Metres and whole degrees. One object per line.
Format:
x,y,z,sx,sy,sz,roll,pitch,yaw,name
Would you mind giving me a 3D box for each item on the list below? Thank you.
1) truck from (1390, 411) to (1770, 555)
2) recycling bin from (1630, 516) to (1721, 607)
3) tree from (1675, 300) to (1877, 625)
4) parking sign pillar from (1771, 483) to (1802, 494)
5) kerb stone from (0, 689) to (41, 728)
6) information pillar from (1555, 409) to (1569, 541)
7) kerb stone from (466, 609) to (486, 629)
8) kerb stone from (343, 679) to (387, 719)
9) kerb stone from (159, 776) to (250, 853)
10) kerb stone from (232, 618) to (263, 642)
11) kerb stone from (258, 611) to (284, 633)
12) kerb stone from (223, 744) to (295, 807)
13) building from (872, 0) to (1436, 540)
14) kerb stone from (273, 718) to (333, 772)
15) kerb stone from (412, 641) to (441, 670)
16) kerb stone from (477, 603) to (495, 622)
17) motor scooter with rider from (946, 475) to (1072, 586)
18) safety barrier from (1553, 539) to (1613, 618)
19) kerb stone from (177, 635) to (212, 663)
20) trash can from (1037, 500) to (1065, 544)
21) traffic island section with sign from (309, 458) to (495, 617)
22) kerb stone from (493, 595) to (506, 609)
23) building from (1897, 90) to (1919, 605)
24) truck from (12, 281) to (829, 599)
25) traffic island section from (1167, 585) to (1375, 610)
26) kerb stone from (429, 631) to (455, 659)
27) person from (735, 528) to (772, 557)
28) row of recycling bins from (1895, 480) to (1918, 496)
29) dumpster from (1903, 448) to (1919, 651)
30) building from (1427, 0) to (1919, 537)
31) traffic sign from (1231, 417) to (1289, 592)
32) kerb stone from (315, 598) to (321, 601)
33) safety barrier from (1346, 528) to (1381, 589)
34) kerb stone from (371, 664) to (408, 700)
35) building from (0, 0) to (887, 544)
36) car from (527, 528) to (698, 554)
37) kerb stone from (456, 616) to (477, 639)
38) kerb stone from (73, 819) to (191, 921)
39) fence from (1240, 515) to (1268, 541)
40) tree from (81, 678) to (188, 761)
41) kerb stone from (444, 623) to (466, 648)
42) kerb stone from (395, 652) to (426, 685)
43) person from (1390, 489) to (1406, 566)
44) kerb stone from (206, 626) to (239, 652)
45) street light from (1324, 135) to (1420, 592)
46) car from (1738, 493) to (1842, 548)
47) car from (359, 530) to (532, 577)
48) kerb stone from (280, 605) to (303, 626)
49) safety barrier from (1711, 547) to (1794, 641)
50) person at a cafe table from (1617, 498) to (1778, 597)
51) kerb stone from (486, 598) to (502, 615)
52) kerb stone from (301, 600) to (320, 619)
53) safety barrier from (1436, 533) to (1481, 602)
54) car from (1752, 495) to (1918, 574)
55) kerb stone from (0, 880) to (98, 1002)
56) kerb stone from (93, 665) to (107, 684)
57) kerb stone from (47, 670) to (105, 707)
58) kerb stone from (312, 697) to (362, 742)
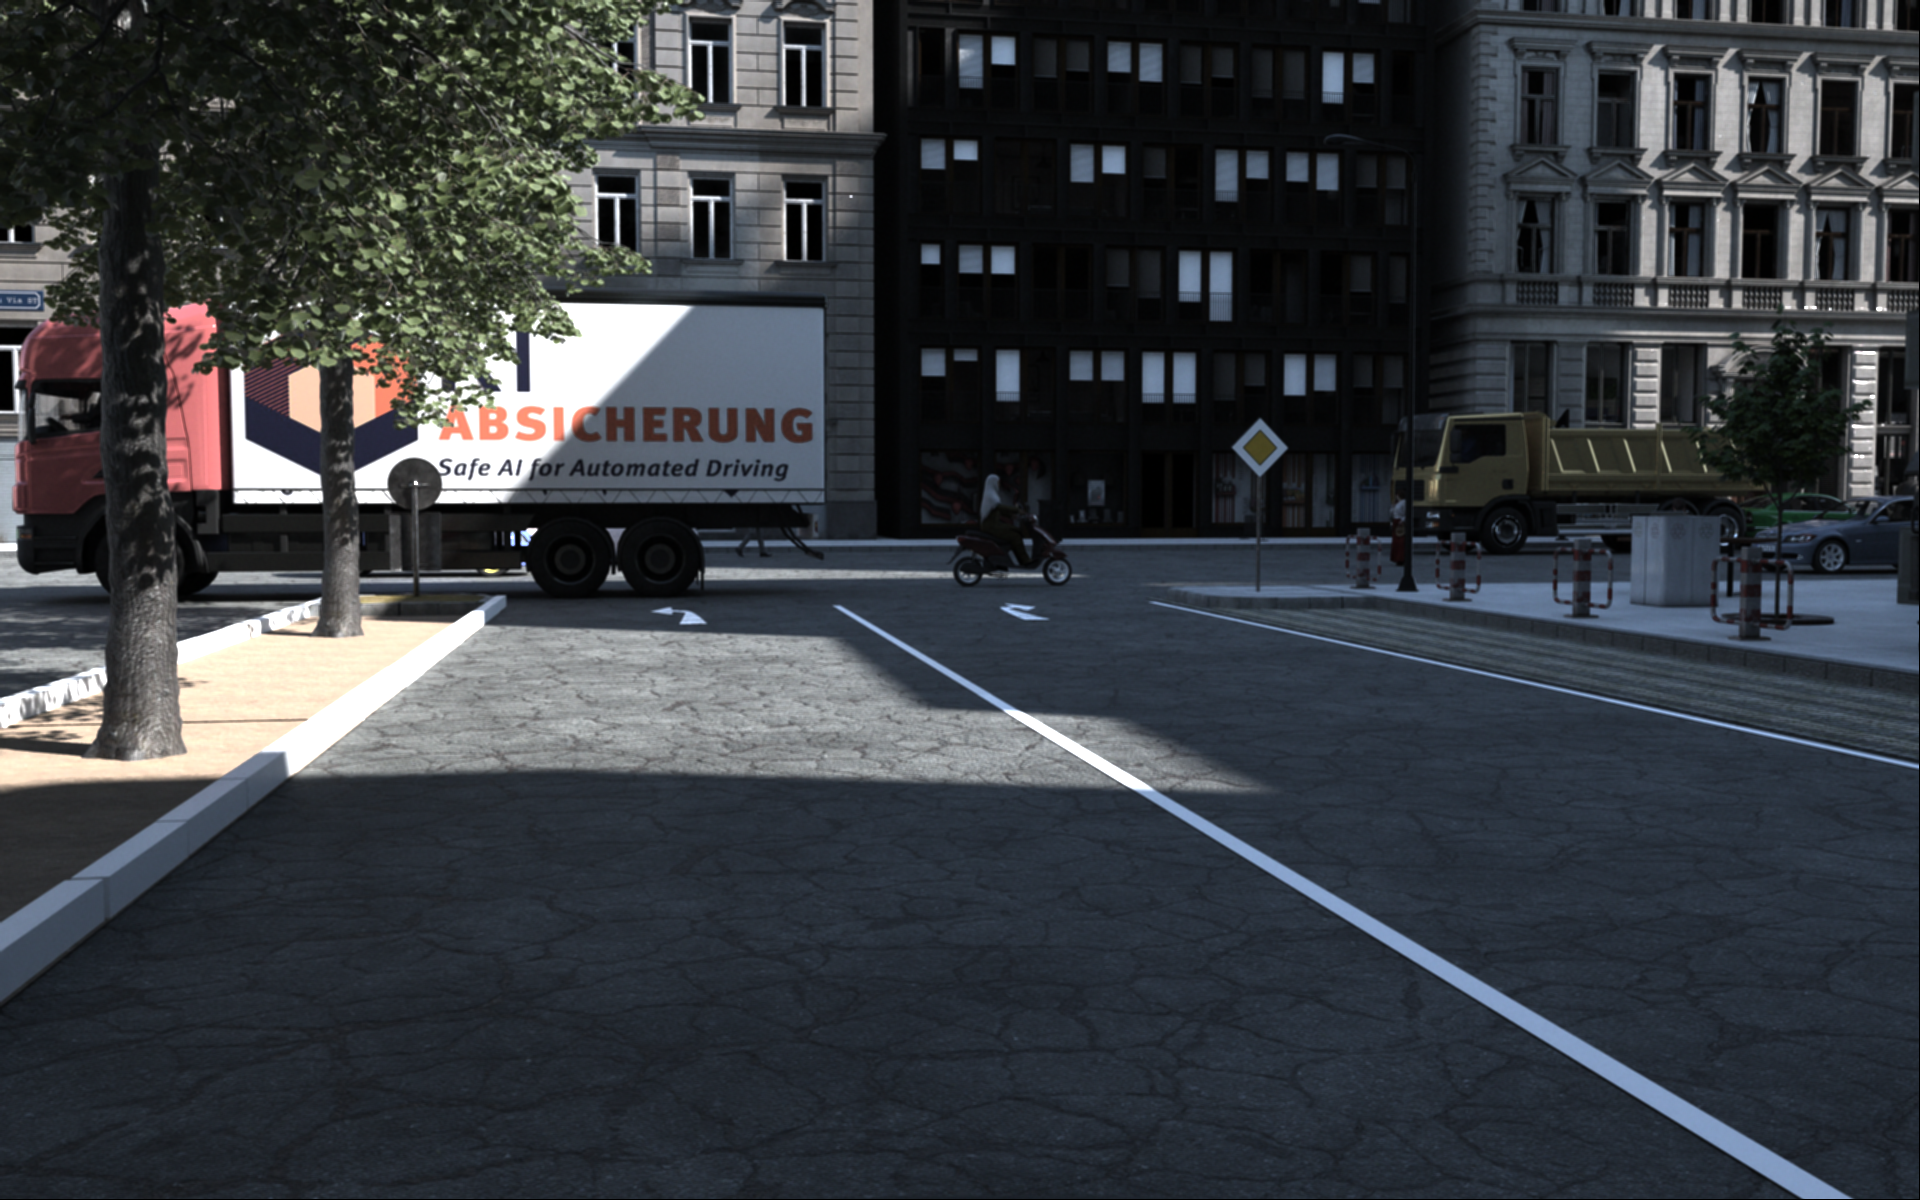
14.606,-2.821,42.045,9.791,3.379,3.469,-1,4,-12,truck
8.243,-0.454,19.974,0.722,1.027,0.722,-1,4,-8,recycling bin
8.277,-1.399,17.475,1.663,3.219,1.824,0,3,0,tree
24.386,-3.829,51.080,1.447,3.967,1.447,0,4,6,parking sign pillar
-5.981,0.688,10.992,0.120,0.150,1.000,-1,4,-10,kerb stone
16.591,-3.451,47.785,0.183,3.616,0.504,-1,4,-21,information pillar
-5.174,0.232,18.408,0.120,0.150,1.000,-1,4,-10,kerb stone
-3.910,0.664,11.339,0.120,0.150,1.000,-1,4,-10,kerb stone
-3.184,0.911,7.300,0.120,0.150,1.000,-1,4,-10,kerb stone
-7.065,0.315,17.052,0.120,0.150,1.000,-1,4,-10,kerb stone
-7.241,0.253,18.062,0.120,0.150,1.000,-1,4,-10,kerb stone
-3.366,0.849,8.308,0.120,0.150,1.000,-1,4,-10,kerb stone
5.025,-13.810,55.468,15.834,23.373,12.332,-1,4,-10,building
-3.545,0.788,9.320,0.120,0.150,1.000,-1,4,-10,kerb stone
-4.449,0.480,14.365,0.120,0.150,1.000,-1,4,-10,kerb stone
-5.352,0.170,19.417,0.120,0.150,1.000,-1,4,-10,kerb stone
0.778,-1.099,26.937,1.986,1.779,0.876,-1,4,-9,motor scooter with rider
6.454,-0.226,17.970,0.300,0.817,1.120,-1,4,-10,safety barrier
-6.701,0.439,15.030,0.120,0.150,1.000,-1,4,-10,kerb stone
2.332,-2.013,44.564,0.748,1.137,0.748,0,3,0,trash can
-6.735,-0.796,21.147,2.006,1.907,1.989,-1,4,-10,traffic island section with sign
-5.719,0.046,21.441,0.120,0.150,1.000,-1,4,-10,kerb stone
27.140,-9.960,7.888,27.650,21.520,28.899,-1,4,-10,building
-7.583,-2.162,24.259,11.283,4.237,2.839,-1,4,-11,truck
3.940,-0.032,22.809,2.009,0.180,2.903,-1,4,-10,traffic island section
-4.631,0.417,15.381,0.120,0.150,1.000,-1,4,-10,kerb stone
-4.704,-1.886,39.443,0.850,1.850,0.679,0,4,4,person
29.921,-2.738,51.875,3.534,1.692,1.069,1,4,10,row of recycling bins
8.245,-0.443,12.995,1.264,1.857,1.865,-1,4,-10,dumpster
23.417,-13.948,56.925,19.941,23.489,11.050,-1,4,-10,building
3.918,-1.167,22.727,0.795,2.450,0.064,-1,4,-10,traffic sign
-7.788,0.069,21.088,0.120,0.150,1.000,-1,4,-10,kerb stone
5.468,-0.564,23.490,0.300,0.817,1.120,-1,4,-10,safety barrier
-4.089,0.602,12.348,0.120,0.150,1.000,-1,4,-10,kerb stone
-15.247,-15.522,51.043,25.104,27.353,12.463,-1,4,-10,building
-7.856,-1.433,35.795,4.827,1.381,2.083,-1,4,-9,car
-4.995,0.295,17.399,0.120,0.150,1.000,-1,4,-10,kerb stone
-2.999,0.973,6.291,0.120,0.150,1.000,-1,4,-10,kerb stone
8.193,-2.013,48.291,0.278,0.683,2.069,0,4,-6,fence
-4.644,-5.437,9.474,7.486,12.596,7.792,0,3,0,tree
-4.811,0.356,16.390,0.120,0.150,1.000,-1,4,-10,kerb stone
-4.265,0.543,13.358,0.120,0.150,1.000,-1,4,-10,kerb stone
8.791,-1.441,34.523,0.387,1.526,0.523,-1,4,-16,person
-6.887,0.382,16.043,0.120,0.150,1.000,-1,4,-10,kerb stone
5.391,-3.065,22.649,1.470,5.913,1.316,-1,4,-10,street light
22.097,-2.227,45.213,4.718,1.807,1.959,-1,4,-12,car
-9.313,-1.275,30.431,3.694,1.707,1.945,-1,4,-11,car
-7.424,0.191,19.072,0.120,0.150,1.000,-1,4,-10,kerb stone
6.947,-0.058,15.218,0.300,0.817,1.120,-1,4,-10,safety barrier
9.208,-0.675,21.896,1.698,1.238,1.726,3,5,40,person at a cafe table
-5.534,0.108,20.427,0.120,0.150,1.000,-1,4,-10,kerb stone
-7.604,0.135,20.081,0.120,0.150,1.000,-1,4,-10,kerb stone
5.960,-0.395,20.736,0.300,0.817,1.120,-1,4,-10,safety barrier
16.856,-1.219,31.928,4.499,1.417,2.014,-1,4,-10,car
-2.825,1.035,5.273,0.120,0.150,1.000,-1,4,-10,kerb stone
-6.342,0.562,13.009,0.120,0.150,1.000,-1,4,-10,kerb stone
-6.163,0.627,12.001,0.120,0.150,1.000,-1,4,-10,kerb stone
-3.727,0.726,10.331,0.120,0.150,1.000,-1,4,-10,kerb stone
